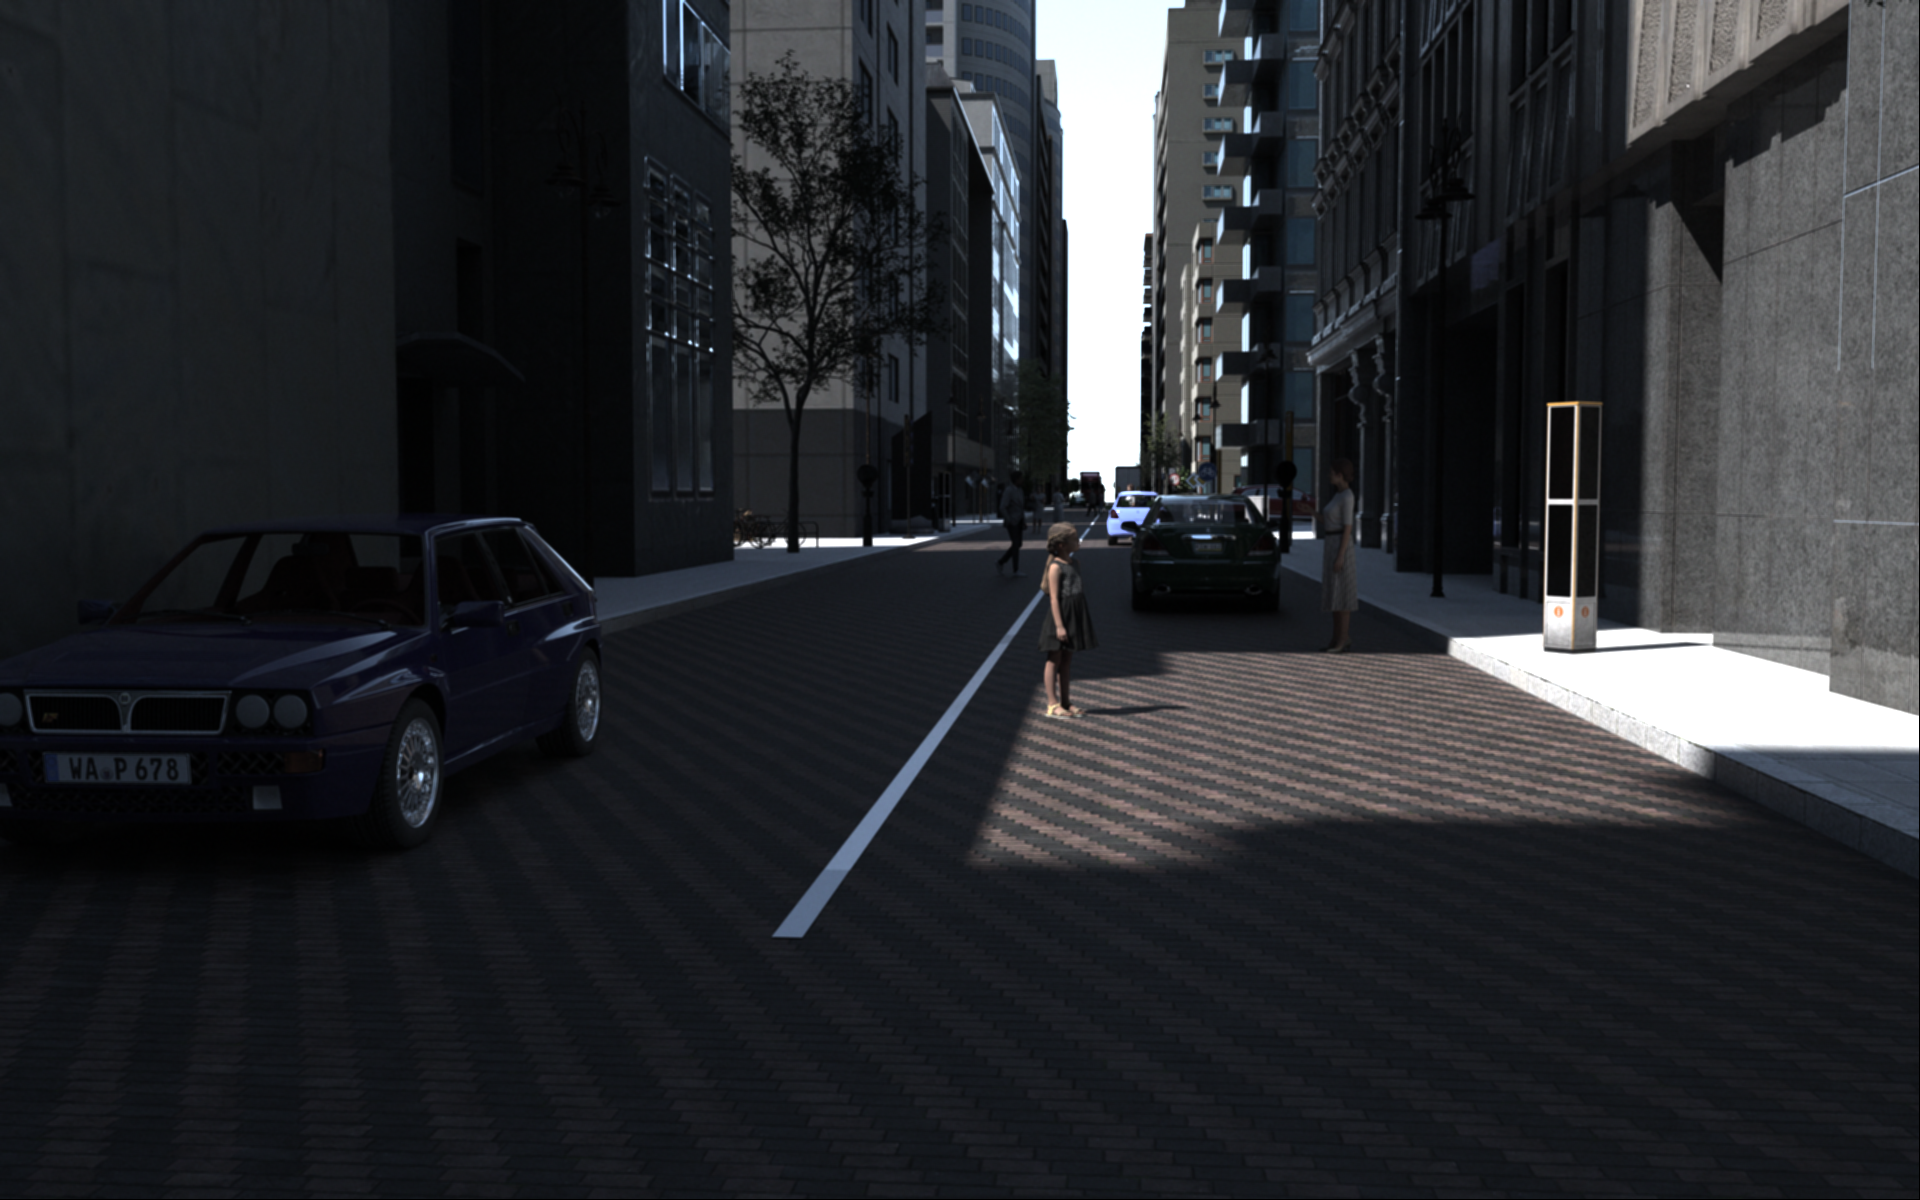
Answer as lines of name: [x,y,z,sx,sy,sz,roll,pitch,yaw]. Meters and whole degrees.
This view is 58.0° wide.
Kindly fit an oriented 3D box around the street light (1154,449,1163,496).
street light: [18.089,-11.288,157.353,0.468,5.910,1.993,0,4,5]

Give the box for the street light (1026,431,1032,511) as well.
street light: [5.105,-9.448,127.260,0.468,5.910,1.993,0,4,5]

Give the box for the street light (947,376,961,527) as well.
street light: [-0.239,-5.822,67.982,0.468,5.910,1.993,0,4,5]

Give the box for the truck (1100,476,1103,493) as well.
truck: [21.302,-17.536,275.632,2.839,4.237,11.283,0,4,3]

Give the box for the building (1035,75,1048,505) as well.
building: [-1.277,-34.853,193.555,21.300,48.544,21.600,0,4,5]

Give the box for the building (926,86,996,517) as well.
building: [-6.167,-16.892,95.243,14.314,24.678,30.058,0,4,5]

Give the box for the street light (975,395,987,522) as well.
street light: [0.967,-6.534,79.619,0.468,5.910,1.993,0,4,5]

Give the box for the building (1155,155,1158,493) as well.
building: [32.325,-34.525,188.178,21.300,48.544,21.600,0,4,5]

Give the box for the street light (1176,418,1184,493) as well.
street light: [13.422,-8.126,105.647,0.468,5.910,1.993,0,4,5]

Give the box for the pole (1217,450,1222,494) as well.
pole: [11.997,-5.278,80.140,0.158,3.312,0.155,0,3,0]

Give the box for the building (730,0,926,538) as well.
building: [-12.296,-37.967,59.009,20.611,71.187,20.563,0,4,5]

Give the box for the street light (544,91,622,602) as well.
street light: [-4.416,-2.916,20.463,0.468,5.910,1.993,0,4,5]

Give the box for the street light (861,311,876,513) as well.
street light: [-2.333,-4.354,43.969,0.468,5.910,1.993,0,4,5]

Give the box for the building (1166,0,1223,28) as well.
building: [30.249,-33.212,166.717,21.300,48.544,21.600,0,4,5]

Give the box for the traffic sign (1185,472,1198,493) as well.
traffic sign: [10.596,-4.583,78.571,0.795,2.450,0.064,0,4,5]

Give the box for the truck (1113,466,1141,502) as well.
truck: [17.191,-11.575,178.159,2.839,4.237,11.283,0,4,4]

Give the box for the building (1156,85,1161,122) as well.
building: [38.671,-38.095,212.084,28.713,52.752,27.495,0,4,5]

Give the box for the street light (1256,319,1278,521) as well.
street light: [8.112,-4.470,45.875,0.468,5.910,1.993,0,4,5]

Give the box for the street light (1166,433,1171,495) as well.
street light: [15.573,-9.563,129.146,0.468,5.910,1.993,0,4,5]

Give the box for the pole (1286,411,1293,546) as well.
pole: [8.133,-2.995,42.806,0.158,3.312,0.155,0,3,0]

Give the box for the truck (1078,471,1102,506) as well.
truck: [16.242,-13.898,216.150,2.839,4.237,11.283,0,4,5]

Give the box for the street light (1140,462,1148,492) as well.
street light: [24.450,-15.662,228.861,0.468,5.910,1.993,0,4,5]

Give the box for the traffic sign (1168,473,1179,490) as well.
traffic sign: [13.232,-6.532,106.909,0.768,2.556,0.104,1,4,14]

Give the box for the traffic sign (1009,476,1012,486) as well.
traffic sign: [3.099,-5.977,99.857,0.606,2.300,0.079,1,4,11]

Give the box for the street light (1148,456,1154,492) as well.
street light: [20.215,-12.733,180.976,0.468,5.910,1.993,0,4,5]

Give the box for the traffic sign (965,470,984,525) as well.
traffic sign: [0.582,-4.148,71.464,0.795,2.450,0.064,0,4,5]

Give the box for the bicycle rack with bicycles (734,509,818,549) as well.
bicycle rack with bicycles: [-4.892,-1.733,41.713,2.925,0.926,2.852,-3,5,-45]

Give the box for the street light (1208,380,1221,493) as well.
street light: [10.307,-5.957,70.179,0.468,5.910,1.993,0,4,5]

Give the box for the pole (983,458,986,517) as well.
pole: [1.421,-6.419,98.792,0.158,3.312,0.155,0,3,0]

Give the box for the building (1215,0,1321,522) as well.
building: [28.322,-28.552,86.439,30.456,49.044,23.786,0,4,5]

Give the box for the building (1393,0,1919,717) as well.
building: [12.309,-12.210,17.658,12.078,24.808,19.932,0,4,5]

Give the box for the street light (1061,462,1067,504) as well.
street light: [11.998,-14.123,203.691,0.468,5.910,1.993,0,4,5]

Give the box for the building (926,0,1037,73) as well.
building: [-3.730,-38.319,168.510,21.231,58.520,28.212,0,4,5]

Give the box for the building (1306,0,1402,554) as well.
building: [14.506,-12.046,47.856,10.553,20.767,40.483,0,4,5]

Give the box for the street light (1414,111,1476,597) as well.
street light: [5.967,-2.977,21.468,0.468,5.910,1.993,0,4,5]

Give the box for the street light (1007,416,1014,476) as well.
street light: [2.998,-7.972,103.128,0.468,5.910,1.993,0,4,5]

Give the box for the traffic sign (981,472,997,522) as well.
traffic sign: [1.290,-4.635,79.418,0.795,2.450,0.064,0,4,5]

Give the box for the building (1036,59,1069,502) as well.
building: [8.193,-52.138,290.713,20.563,71.187,20.611,0,4,5]

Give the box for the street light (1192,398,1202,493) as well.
street light: [11.219,-6.689,82.152,0.468,5.910,1.993,0,4,5]

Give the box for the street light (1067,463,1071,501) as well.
street light: [13.996,-15.571,227.369,0.468,5.910,1.993,0,4,5]

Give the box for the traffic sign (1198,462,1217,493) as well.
traffic sign: [9.848,-4.211,68.954,0.768,2.556,0.104,1,4,9]

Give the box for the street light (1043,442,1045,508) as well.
street light: [7.608,-11.199,155.888,0.468,5.910,1.993,0,4,5]

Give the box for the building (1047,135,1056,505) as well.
building: [4.511,-34.350,211.735,14.600,45.320,14.200,0,4,5]

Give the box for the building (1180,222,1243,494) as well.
building: [30.187,-17.030,123.475,27.650,21.520,28.899,0,4,5]

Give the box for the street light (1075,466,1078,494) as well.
street light: [17.177,-17.734,262.733,0.468,5.910,1.993,0,4,5]

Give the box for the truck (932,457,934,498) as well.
truck: [-9.880,-5.240,75.428,18.799,4.110,2.967,0,4,4]

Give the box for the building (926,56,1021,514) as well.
building: [-1.990,-21.237,124.711,11.434,29.767,29.804,0,4,5]

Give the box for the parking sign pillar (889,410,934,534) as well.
parking sign pillar: [-1.550,-4.106,55.600,1.447,3.967,1.447,0,4,-2]

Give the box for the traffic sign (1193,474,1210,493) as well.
traffic sign: [9.887,-4.096,70.618,0.795,2.450,0.064,0,4,5]

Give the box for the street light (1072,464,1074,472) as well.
street light: [15.117,-16.288,239.100,0.468,5.910,1.993,0,4,5]

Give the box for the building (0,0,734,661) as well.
building: [-14.884,-43.041,16.393,22.319,86.520,31.000,0,4,5]
